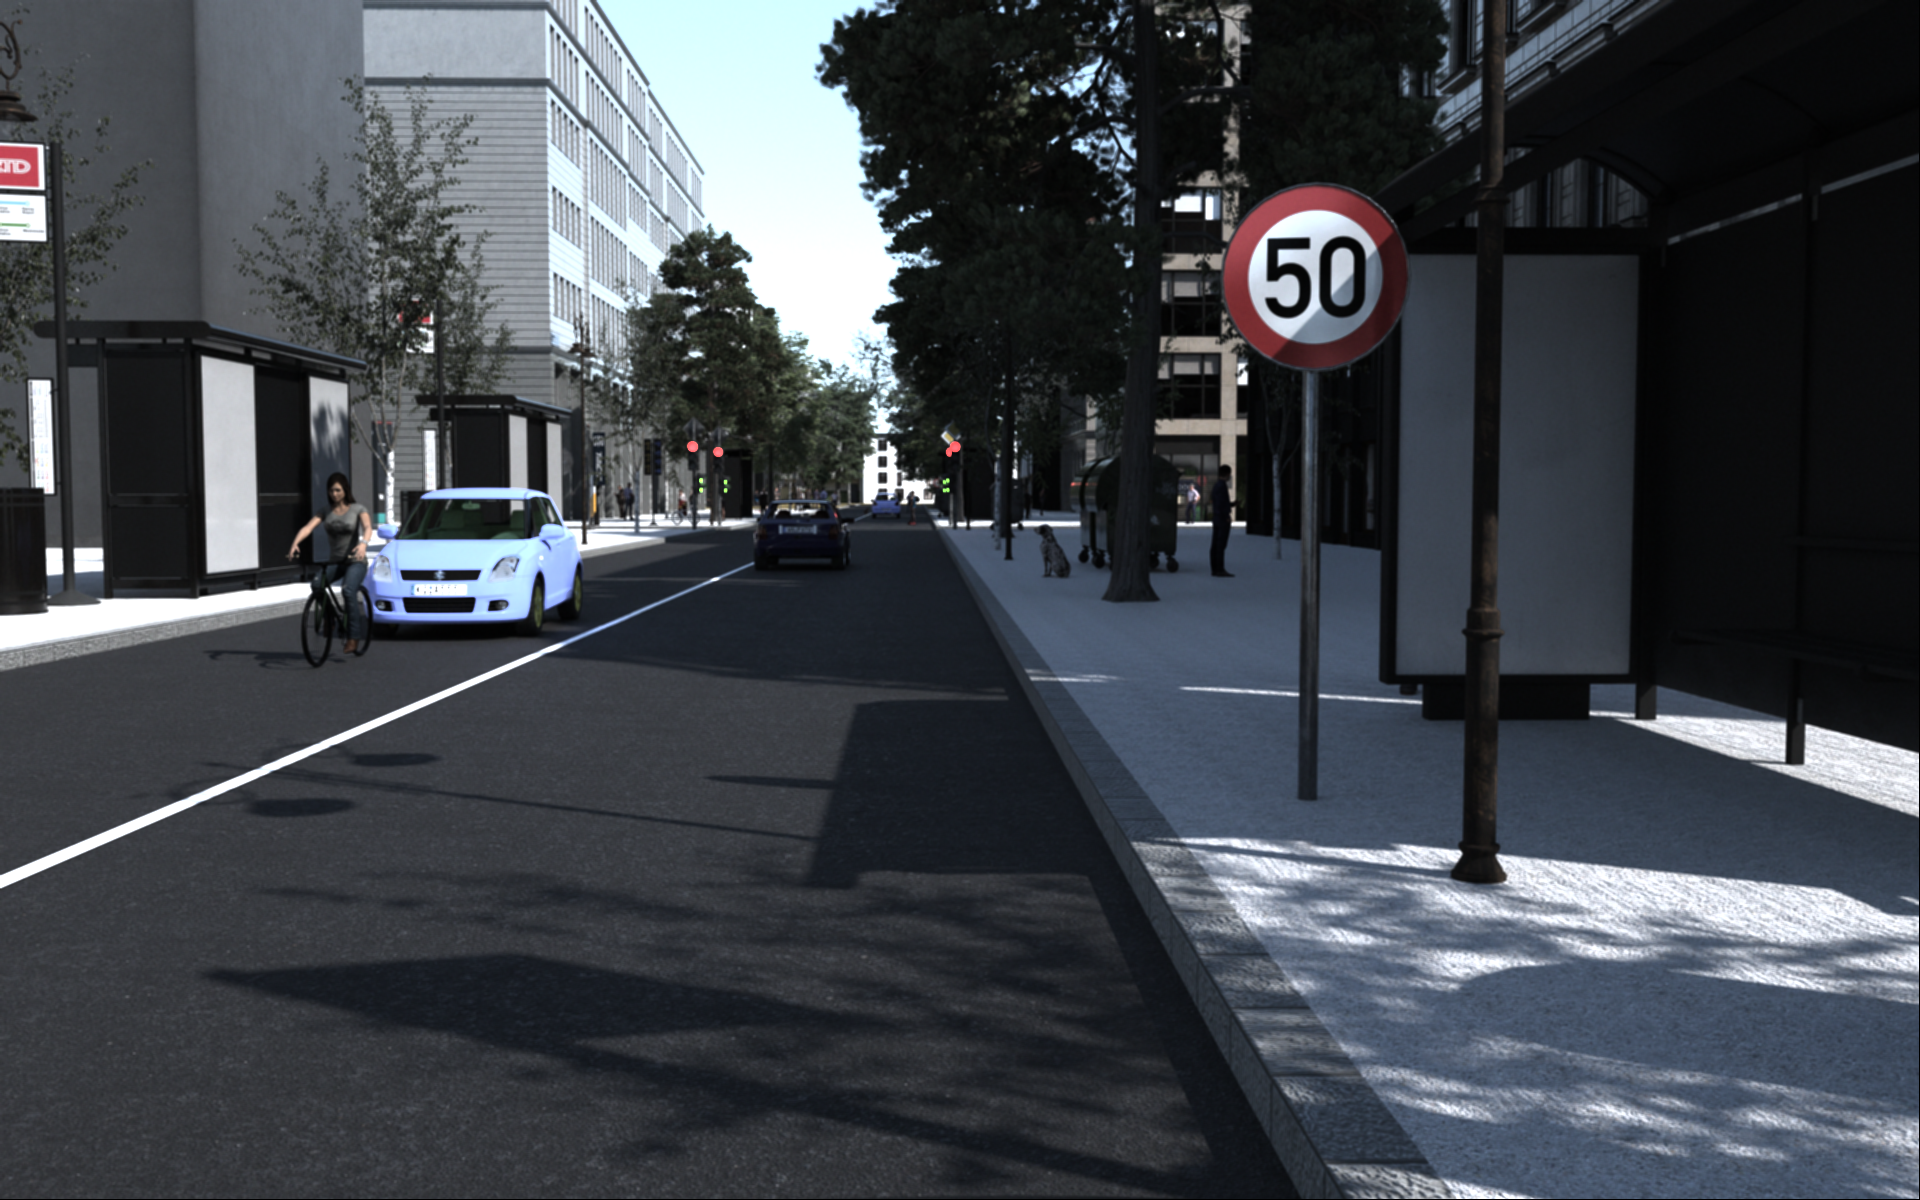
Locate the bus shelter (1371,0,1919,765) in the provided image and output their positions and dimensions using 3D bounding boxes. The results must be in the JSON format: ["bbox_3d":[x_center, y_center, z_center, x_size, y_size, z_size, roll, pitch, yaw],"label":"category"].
[{"bbox_3d":[3.246,-0.817,7.287,2.014,3.302,5.546,0,4,-1],"label":"bus shelter"}]

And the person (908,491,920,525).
[{"bbox_3d":[-2.195,-4.326,81.093,0.662,1.594,0.647,1,4,14],"label":"person"}]

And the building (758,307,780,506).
[{"bbox_3d":[-37.937,-21.736,199.364,32.646,21.610,27.936,0,4,-1],"label":"building"}]

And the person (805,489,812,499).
[{"bbox_3d":[-12.537,-8.358,143.385,0.565,1.739,0.600,-1,4,-22],"label":"person"}]

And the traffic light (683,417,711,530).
[{"bbox_3d":[-9.558,-4.471,62.350,0.839,4.213,0.868,0,4,-1],"label":"traffic light"}]

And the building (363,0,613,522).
[{"bbox_3d":[-24.182,-19.243,92.119,11.434,29.767,29.804,0,4,-1],"label":"building"}]

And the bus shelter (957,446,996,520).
[{"bbox_3d":[0.903,-5.937,88.349,1.731,3.624,6.357,0,4,-2],"label":"bus shelter"}]

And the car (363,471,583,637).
[{"bbox_3d":[-5.141,-0.548,18.550,1.945,1.707,3.694,0,4,-3],"label":"car"}]

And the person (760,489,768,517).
[{"bbox_3d":[-10.720,-5.283,94.694,0.482,1.546,0.388,2,4,27],"label":"person"}]

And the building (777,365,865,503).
[{"bbox_3d":[-29.428,-23.196,245.708,31.486,18.905,16.747,0,4,-1],"label":"building"}]

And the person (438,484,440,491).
[{"bbox_3d":[-22.017,-4.092,73.632,0.600,1.739,0.565,-3,5,-42],"label":"person"}]

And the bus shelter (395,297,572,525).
[{"bbox_3d":[-10.476,-3.698,38.086,2.179,5.291,8.768,0,4,-2],"label":"bus shelter"}]

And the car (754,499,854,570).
[{"bbox_3d":[-3.067,-1.316,34.089,1.945,1.354,3.894,0,4,-2],"label":"car"}]

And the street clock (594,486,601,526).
[{"bbox_3d":[-14.795,-4.031,70.474,0.471,2.002,0.358,-2,4,-32],"label":"street clock"}]

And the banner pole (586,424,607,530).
[{"bbox_3d":[-13.035,-4.393,61.843,0.863,3.779,0.401,1,4,8],"label":"banner pole"}]

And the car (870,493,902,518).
[{"bbox_3d":[-4.414,-5.756,103.702,1.945,1.707,3.694,0,4,-2],"label":"car"}]

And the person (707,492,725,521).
[{"bbox_3d":[-11.544,-4.467,82.268,0.628,1.438,0.799,3,5,42],"label":"person"}]

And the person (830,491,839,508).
[{"bbox_3d":[-9.851,-7.754,136.220,0.756,1.711,0.436,-1,4,-12],"label":"person"}]

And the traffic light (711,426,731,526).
[{"bbox_3d":[-9.757,-4.960,70.333,0.839,4.213,0.868,0,4,-1],"label":"traffic light"}]

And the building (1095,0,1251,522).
[{"bbox_3d":[24.858,-17.323,87.742,34.151,26.468,19.350,0,4,-1],"label":"building"}]

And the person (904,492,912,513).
[{"bbox_3d":[-3.873,-7.527,133.520,0.963,1.587,0.435,0,4,-4],"label":"person"}]

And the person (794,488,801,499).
[{"bbox_3d":[-12.259,-7.569,130.484,0.600,1.739,0.565,2,4,30],"label":"person"}]

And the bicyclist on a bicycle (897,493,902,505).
[{"bbox_3d":[-7.172,-11.851,203.777,1.499,1.676,1.625,0,4,-1],"label":"bicyclist on a bicycle"}]

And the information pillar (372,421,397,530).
[{"bbox_3d":[-20.712,-4.435,61.883,0.750,3.857,0.750,3,5,39],"label":"information pillar"}]

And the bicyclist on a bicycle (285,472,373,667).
[{"bbox_3d":[-5.305,-0.291,14.776,1.499,1.676,1.625,0,4,1],"label":"bicyclist on a bicycle"}]

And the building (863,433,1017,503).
[{"bbox_3d":[0.542,-18.365,242.416,28.070,9.664,9.099,0,4,-1],"label":"building"}]

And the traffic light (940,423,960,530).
[{"bbox_3d":[-0.399,-4.975,70.581,0.839,4.213,0.868,0,4,-1],"label":"traffic light"}]

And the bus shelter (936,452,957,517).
[{"bbox_3d":[-0.462,-6.630,99.676,1.731,3.624,6.357,0,4,-1],"label":"bus shelter"}]

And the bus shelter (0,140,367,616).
[{"bbox_3d":[-10.146,-2.739,22.418,2.179,5.291,8.768,0,4,-1],"label":"bus shelter"}]

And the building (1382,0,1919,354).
[{"bbox_3d":[14.496,-10.076,29.366,10.561,19.102,19.286,0,4,-1],"label":"building"}]

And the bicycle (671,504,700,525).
[{"bbox_3d":[-11.421,-3.591,71.927,1.543,0.972,0.635,2,4,31],"label":"bicycle"}]

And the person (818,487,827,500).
[{"bbox_3d":[-8.198,-5.783,102.921,0.599,1.838,0.709,3,5,44],"label":"person"}]

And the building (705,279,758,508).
[{"bbox_3d":[-34.656,-19.426,161.597,27.936,21.610,32.646,0,4,-1],"label":"building"}]

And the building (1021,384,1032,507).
[{"bbox_3d":[14.321,-19.561,176.243,16.016,20.091,11.380,0,4,-1],"label":"building"}]

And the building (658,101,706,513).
[{"bbox_3d":[-25.175,-21.062,121.853,11.434,29.767,29.804,0,4,-1],"label":"building"}]

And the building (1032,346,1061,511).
[{"bbox_3d":[12.459,-18.874,138.275,12.332,23.373,15.834,0,4,-1],"label":"building"}]

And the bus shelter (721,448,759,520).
[{"bbox_3d":[-11.583,-6.046,90.131,1.731,3.624,6.357,0,4,-1],"label":"bus shelter"}]

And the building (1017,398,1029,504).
[{"bbox_3d":[20.294,-21.673,198.323,27.936,21.610,32.646,0,4,-1],"label":"building"}]

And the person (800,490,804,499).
[{"bbox_3d":[-11.861,-7.417,129.528,0.590,1.554,0.614,1,4,8],"label":"person"}]

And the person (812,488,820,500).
[{"bbox_3d":[-11.847,-8.293,142.085,0.683,1.767,0.568,0,3,0],"label":"person"}]

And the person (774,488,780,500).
[{"bbox_3d":[-13.371,-7.375,127.148,0.750,1.759,0.617,2,4,31],"label":"person"}]

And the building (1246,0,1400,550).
[{"bbox_3d":[15.467,-13.279,46.792,12.332,23.373,15.834,0,4,-1],"label":"building"}]

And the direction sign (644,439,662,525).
[{"bbox_3d":[-12.615,-4.843,71.178,0.876,3.537,0.379,2,4,28],"label":"direction sign"}]

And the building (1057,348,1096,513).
[{"bbox_3d":[12.807,-17.351,119.843,11.583,22.565,21.152,0,4,-1],"label":"building"}]

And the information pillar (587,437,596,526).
[{"bbox_3d":[-14.773,-4.775,69.424,0.183,3.616,0.504,-3,5,-41],"label":"information pillar"}]

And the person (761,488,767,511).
[{"bbox_3d":[-15.241,-7.820,134.574,0.621,1.740,0.551,3,5,45],"label":"person"}]

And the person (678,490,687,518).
[{"bbox_3d":[-15.017,-5.208,93.660,0.523,1.526,0.387,-1,4,-18],"label":"person"}]

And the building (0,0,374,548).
[{"bbox_3d":[-29.822,-15.492,46.809,24.014,27.812,14.314,0,4,-1],"label":"building"}]
